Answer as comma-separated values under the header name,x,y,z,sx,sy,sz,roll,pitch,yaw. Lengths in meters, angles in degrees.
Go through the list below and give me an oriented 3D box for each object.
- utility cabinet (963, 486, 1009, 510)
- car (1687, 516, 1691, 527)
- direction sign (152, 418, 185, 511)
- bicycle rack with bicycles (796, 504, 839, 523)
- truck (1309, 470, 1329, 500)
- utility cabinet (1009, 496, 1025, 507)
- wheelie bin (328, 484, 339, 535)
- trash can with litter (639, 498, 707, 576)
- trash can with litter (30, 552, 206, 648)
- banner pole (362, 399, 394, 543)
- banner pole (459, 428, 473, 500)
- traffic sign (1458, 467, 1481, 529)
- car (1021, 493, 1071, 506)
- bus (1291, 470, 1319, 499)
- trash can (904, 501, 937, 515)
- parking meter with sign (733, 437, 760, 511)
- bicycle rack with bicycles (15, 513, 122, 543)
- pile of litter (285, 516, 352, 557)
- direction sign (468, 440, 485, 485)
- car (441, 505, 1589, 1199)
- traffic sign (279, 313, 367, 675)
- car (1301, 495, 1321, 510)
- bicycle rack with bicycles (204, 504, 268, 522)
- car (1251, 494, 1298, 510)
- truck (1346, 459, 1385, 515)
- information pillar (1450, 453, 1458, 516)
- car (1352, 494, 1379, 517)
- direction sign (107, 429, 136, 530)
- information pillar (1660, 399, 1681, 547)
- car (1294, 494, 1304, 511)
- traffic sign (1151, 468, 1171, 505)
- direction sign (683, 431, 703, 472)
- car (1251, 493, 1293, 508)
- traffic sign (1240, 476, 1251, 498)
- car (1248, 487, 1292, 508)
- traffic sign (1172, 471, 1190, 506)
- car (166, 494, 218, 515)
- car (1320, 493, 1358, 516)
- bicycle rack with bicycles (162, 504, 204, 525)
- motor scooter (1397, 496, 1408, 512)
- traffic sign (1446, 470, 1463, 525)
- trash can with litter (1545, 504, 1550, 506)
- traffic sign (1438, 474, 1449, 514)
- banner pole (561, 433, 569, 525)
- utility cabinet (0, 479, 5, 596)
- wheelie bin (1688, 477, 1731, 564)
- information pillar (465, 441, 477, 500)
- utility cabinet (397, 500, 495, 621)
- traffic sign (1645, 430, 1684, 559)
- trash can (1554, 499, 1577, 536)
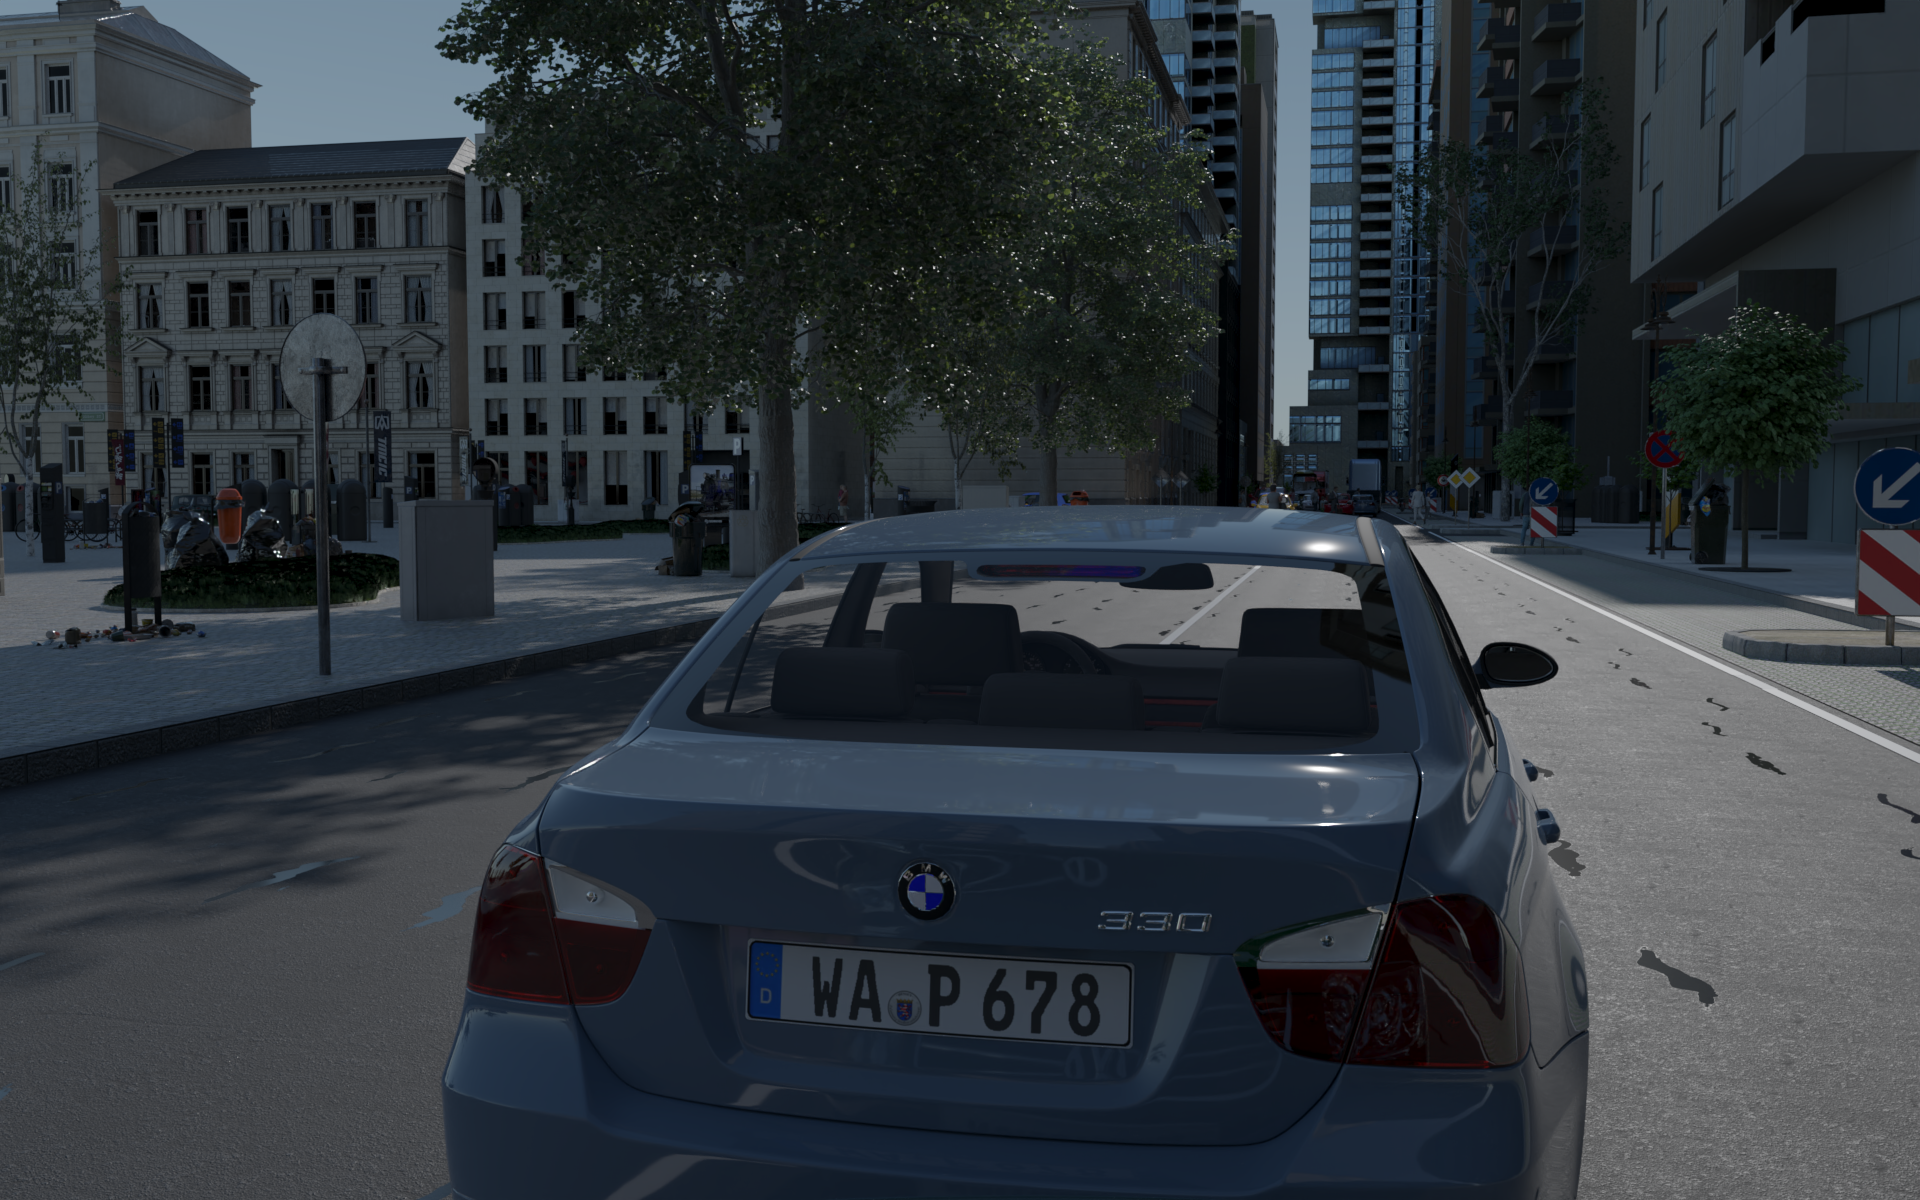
name,x,y,z,sx,sy,sz,roll,pitch,yaw
utility cabinet,0.675,-2.235,45.223,1.173,1.500,0.318,1,4,15
car,30.493,-3.306,66.413,4.827,1.381,2.083,1,4,14
direction sign,-23.538,-3.642,51.546,0.876,3.537,0.379,-3,5,-39
bicycle rack with bicycles,-6.021,-2.944,61.521,2.852,0.926,2.925,-3,4,-38
truck,41.508,-13.012,201.658,2.839,4.237,11.283,1,4,14
utility cabinet,2.067,-3.315,65.359,0.306,1.237,1.020,-2,4,-29
wheelie bin,-19.727,-2.858,54.636,0.980,1.594,0.693,1,4,10
trash can with litter,-4.452,-0.969,27.223,0.624,1.170,1.055,-3,5,-43
trash can with litter,-7.601,-0.267,15.425,1.678,1.210,2.233,0,4,4
banner pole,-15.452,-3.418,45.901,0.863,3.779,0.401,0,4,-4
banner pole,-18.753,-4.641,65.896,0.863,3.779,0.401,2,4,33
traffic sign,18.764,-3.682,63.840,0.795,2.450,0.064,1,4,13
car,2.970,-3.773,71.276,3.694,1.707,1.945,1,4,14
bus,36.608,-11.769,183.962,2.896,3.916,12.252,1,4,11
trash can,-0.855,-1.583,37.540,0.748,1.137,0.748,0,3,0
parking meter with sign,-6.133,-3.517,53.763,1.738,3.016,0.543,-2,4,-35
bicycle rack with bicycles,-23.803,-2.033,46.615,2.925,0.926,2.852,-1,4,-21
pile of litter,-12.718,-1.228,34.038,1.719,0.858,1.176,0,4,5
direction sign,-20.272,-4.935,72.690,0.876,3.537,0.379,2,4,29
car,0.472,0.470,4.311,2.014,1.417,4.499,1,4,14
traffic sign,-4.509,-0.741,12.223,0.768,2.556,0.104,1,4,21
car,31.071,-8.615,153.215,2.083,1.381,4.827,1,4,11
bicycle rack with bicycles,-23.664,-2.775,58.752,2.925,0.926,2.852,-3,4,-36
car,14.031,-4.092,77.128,2.015,1.641,3.980,1,4,13
truck,29.803,-8.463,128.122,2.967,4.110,18.799,1,4,14
information pillar,28.290,-6.592,99.136,0.504,3.616,0.183,-2,4,-25
car,25.125,-5.873,108.025,2.014,1.417,4.499,1,4,14
direction sign,-29.332,-4.198,60.641,0.876,3.537,0.379,-1,4,-16
information pillar,16.842,-3.032,40.920,0.183,3.616,0.504,-1,4,-18
car,23.504,-6.946,123.357,2.009,1.686,4.222,1,4,13
traffic sign,7.697,-3.834,66.327,0.795,2.450,0.064,1,4,13
direction sign,-9.592,-4.299,62.283,0.379,3.537,0.876,3,5,43
car,14.686,-4.396,81.460,1.945,1.707,3.694,1,4,12
traffic sign,20.286,-7.522,123.084,0.768,2.556,0.104,1,4,17
car,16.626,-5.134,92.618,2.281,1.827,5.304,1,4,14
traffic sign,9.440,-4.311,74.120,0.795,2.450,0.064,1,4,13
car,-33.924,-4.208,78.580,4.222,1.686,2.009,1,4,11
car,22.124,-5.636,101.195,2.155,1.783,4.494,1,4,14
bicycle rack with bicycles,-27.470,-2.909,60.952,2.852,0.926,2.925,-1,4,-16
motor scooter,33.391,-7.214,130.729,0.815,1.314,1.986,1,4,14
traffic sign,20.507,-4.158,71.633,0.795,2.450,0.064,1,4,13
trash can with litter,18.784,-2.727,55.975,0.624,1.170,1.055,1,4,13
traffic sign,31.377,-6.869,112.417,0.768,2.556,0.104,1,4,14
banner pole,-16.201,-4.959,71.101,0.401,3.779,0.863,1,4,8
utility cabinet,-12.082,-0.747,20.896,0.318,1.500,1.173,1,4,10
wheelie bin,13.766,-1.461,31.793,0.693,1.594,0.980,1,4,14
information pillar,-20.290,-4.920,71.796,0.504,3.616,0.183,-1,4,-11
utility cabinet,-5.310,-0.414,17.923,0.306,1.237,1.020,2,4,33
traffic sign,13.868,-2.079,34.105,0.768,2.556,0.104,1,4,14
trash can,18.476,-2.524,52.917,0.748,1.137,0.748,0,3,0
